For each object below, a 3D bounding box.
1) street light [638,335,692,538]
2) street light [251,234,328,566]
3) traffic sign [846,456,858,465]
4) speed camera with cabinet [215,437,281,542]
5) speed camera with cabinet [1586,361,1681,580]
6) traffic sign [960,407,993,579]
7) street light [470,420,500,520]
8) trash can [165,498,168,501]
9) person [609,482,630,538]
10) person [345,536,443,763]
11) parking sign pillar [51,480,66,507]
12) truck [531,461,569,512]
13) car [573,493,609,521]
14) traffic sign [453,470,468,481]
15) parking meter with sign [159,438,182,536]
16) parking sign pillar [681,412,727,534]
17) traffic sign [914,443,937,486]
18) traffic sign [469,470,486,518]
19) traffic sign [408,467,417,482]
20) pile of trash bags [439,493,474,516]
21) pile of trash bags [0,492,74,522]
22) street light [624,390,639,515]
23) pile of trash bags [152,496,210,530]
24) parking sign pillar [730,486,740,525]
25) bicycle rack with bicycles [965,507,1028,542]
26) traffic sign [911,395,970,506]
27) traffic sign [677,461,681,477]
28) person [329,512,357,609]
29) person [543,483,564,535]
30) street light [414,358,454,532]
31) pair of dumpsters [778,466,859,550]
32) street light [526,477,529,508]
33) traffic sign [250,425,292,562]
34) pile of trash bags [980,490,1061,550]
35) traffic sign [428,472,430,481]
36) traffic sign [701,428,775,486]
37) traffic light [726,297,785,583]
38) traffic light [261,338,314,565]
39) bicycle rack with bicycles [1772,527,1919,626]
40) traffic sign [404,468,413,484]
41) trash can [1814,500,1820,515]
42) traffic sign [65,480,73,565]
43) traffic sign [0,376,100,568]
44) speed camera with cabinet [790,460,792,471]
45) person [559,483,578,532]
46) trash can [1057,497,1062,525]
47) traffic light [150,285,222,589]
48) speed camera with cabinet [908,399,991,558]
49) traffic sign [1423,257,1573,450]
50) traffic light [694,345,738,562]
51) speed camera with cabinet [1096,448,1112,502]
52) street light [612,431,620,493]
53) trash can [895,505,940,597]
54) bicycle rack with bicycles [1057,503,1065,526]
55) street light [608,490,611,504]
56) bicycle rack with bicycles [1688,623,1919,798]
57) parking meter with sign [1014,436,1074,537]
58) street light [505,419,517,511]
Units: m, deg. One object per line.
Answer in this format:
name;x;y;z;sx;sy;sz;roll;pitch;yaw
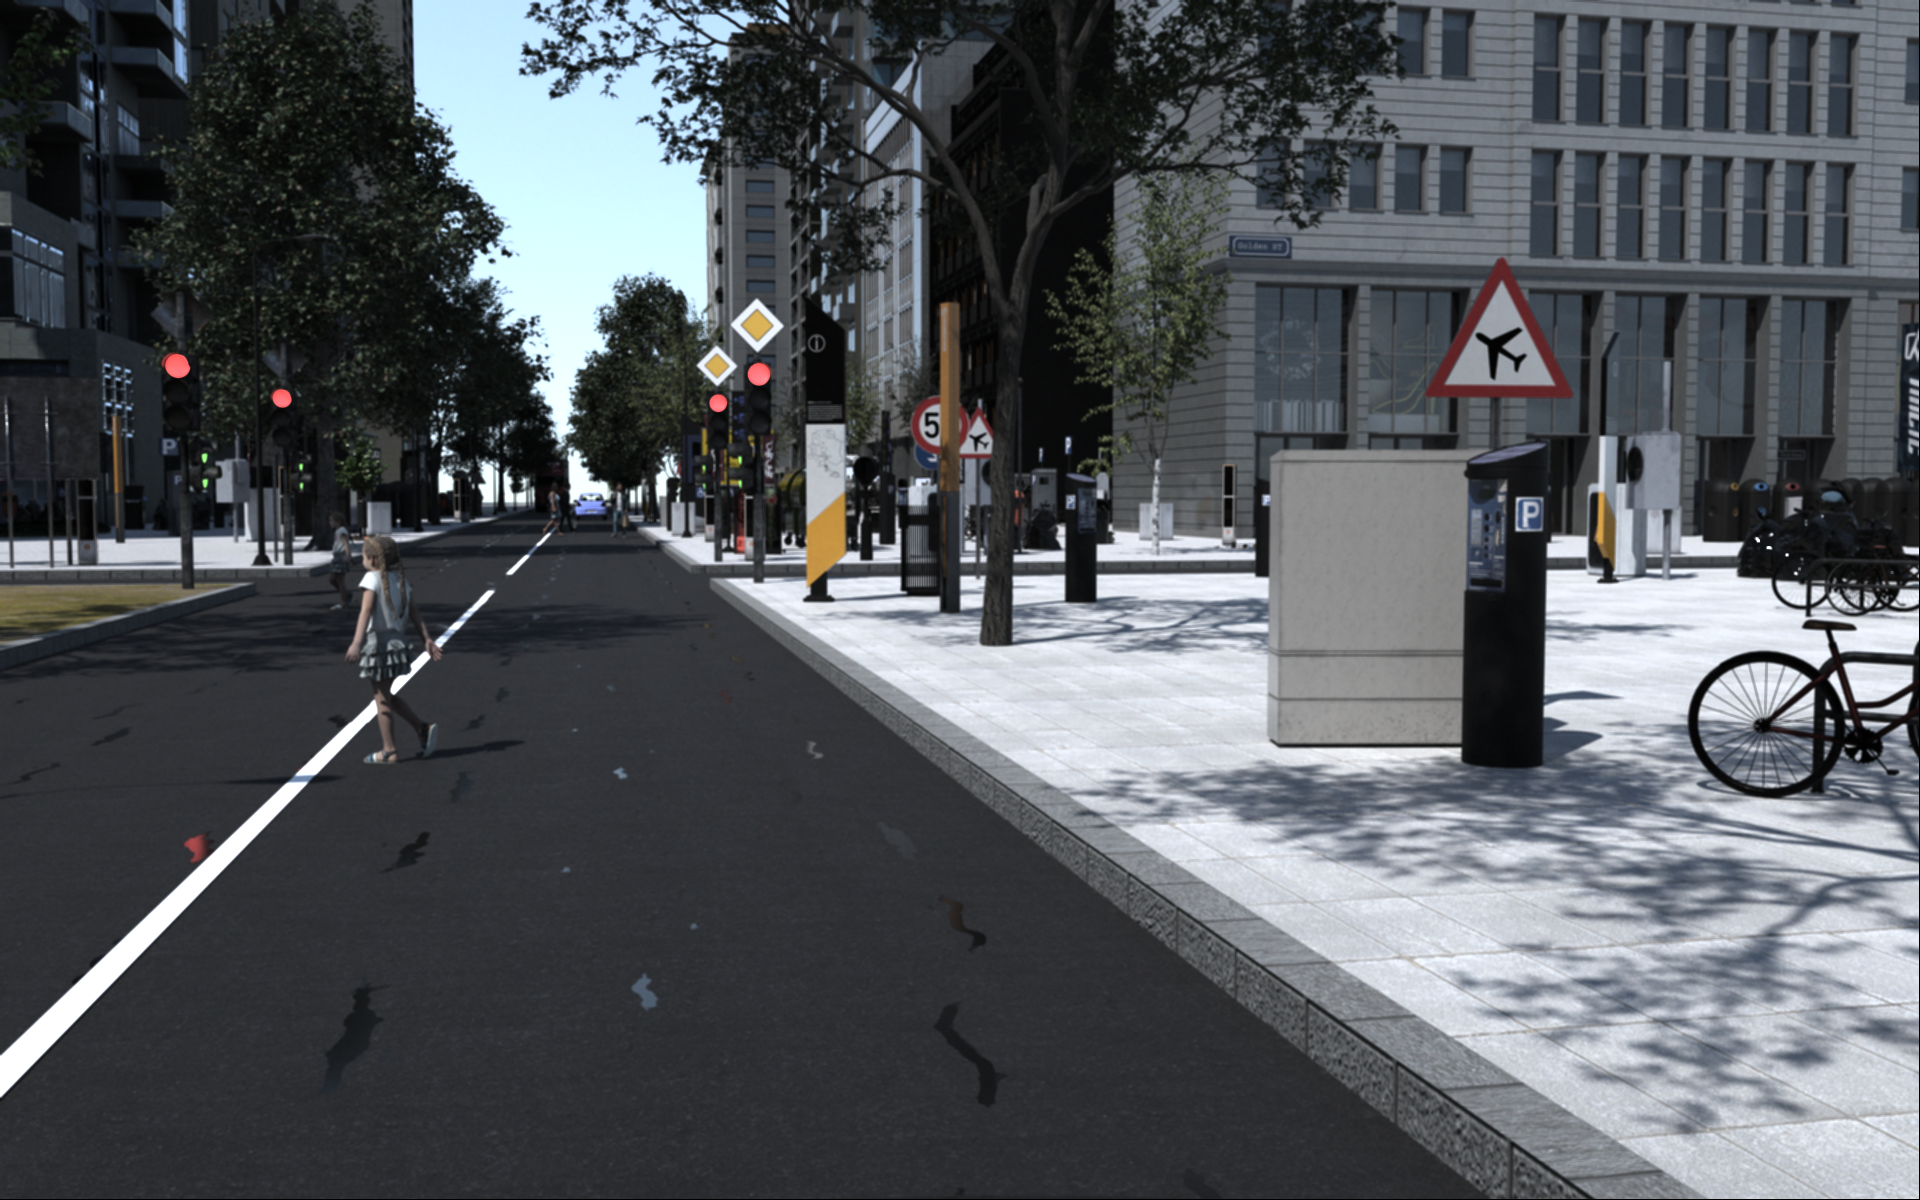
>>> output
street light;-8.588;-4.789;50.848;1.470;5.913;1.316;-1;4;-12
street light;-11.999;-3.577;31.020;1.470;5.913;1.316;-1;4;-12
traffic sign;-2.983;-2.662;45.650;0.606;2.300;0.079;0;4;-3
speed camera with cabinet;-19.125;-3.201;46.666;0.660;3.252;2.038;1;4;17
speed camera with cabinet;10.320;-1.972;26.581;0.660;3.252;2.038;0;4;-3
traffic sign;0.271;-1.589;25.980;0.884;2.594;0.081;-1;4;-10
street light;-23.472;-6.887;85.139;1.470;5.913;1.316;-1;4;-12
trash can;-25.517;-2.745;56.539;0.748;1.137;0.748;0;3;0
person;-11.057;-2.936;56.488;0.794;1.824;0.713;1;4;11
person;-3.018;0.266;9.167;0.382;1.210;0.505;1;4;17
parking sign pillar;-34.137;-4.724;65.702;1.447;3.967;1.447;-2;4;-33
truck;-33.071;-9.261;140.336;2.839;4.237;11.283;-1;4;-11
car;-20.272;-5.238;95.229;1.945;1.707;3.694;-1;4;-12
traffic sign;-26.268;-5.561;91.026;0.768;2.556;0.104;0;4;-8
parking meter with sign;-24.040;-3.475;53.085;0.543;3.016;1.738;-3;4;-36
parking sign pillar;-8.506;-4.186;56.910;1.447;3.967;1.447;0;4;-7
traffic sign;-0.584;-2.225;36.491;0.768;2.556;0.104;0;4;-7
traffic sign;-25.496;-5.602;91.602;0.884;2.594;0.081;-1;4;-11
traffic sign;-24.723;-4.834;79.043;0.884;2.594;0.081;0;4;-7
pile of trash bags;-29.612;-5.572;100.853;1.912;1.369;3.447;0;4;2
pile of trash bags;-33.083;-3.179;61.731;1.912;1.369;3.447;0;4;-1
street light;-14.347;-6.442;77.875;1.470;5.913;1.316;-1;4;-12
pile of trash bags;-27.688;-3.168;61.553;1.912;1.369;3.447;-2;4;-25
parking sign pillar;-9.001;-4.883;68.304;1.447;3.967;1.447;0;4;-4
bicycle rack with bicycles;0.170;-2.080;47.395;2.925;0.926;2.852;1;4;23
traffic sign;-0.260;-1.368;22.470;0.768;2.556;0.104;0;4;-5
traffic sign;-9.681;-3.771;61.770;0.768;2.556;0.104;0;4;-5
person;-7.648;-0.493;21.572;0.382;1.210;0.505;-2;4;-35
person;-13.999;-3.120;59.614;0.778;1.811;0.616;0;4;-2
street light;-17.729;-5.252;58.419;1.470;5.913;1.316;-1;4;-12
pair of dumpsters;-3.362;-2.387;41.525;1.574;2.255;4.437;-1;4;-12
street light;-33.834;-9.855;133.664;1.470;5.913;1.316;-1;4;-12
traffic sign;-12.853;-1.987;32.489;0.884;2.594;0.081;0;4;-4
pile of trash bags;1.378;-1.925;41.232;1.912;1.369;3.447;0;4;-1
traffic sign;-24.819;-4.830;81.101;0.606;2.300;0.079;-1;4;-9
traffic sign;-6.818;-3.632;53.256;2.265;3.308;0.079;0;4;-7
traffic light;-2.928;-2.201;24.913;0.839;4.253;0.868;-1;4;-12
traffic light;-12.087;-2.580;31.111;0.839;4.253;0.868;-1;4;-12
bicycle rack with bicycles;10.079;-0.301;18.297;2.925;0.926;2.852;3;5;45
traffic sign;-26.740;-5.167;84.584;0.768;2.556;0.104;0;4;-5
trash can;21.611;-1.920;43.040;0.748;1.137;0.748;0;3;0
traffic sign;-16.184;-1.915;31.420;0.768;2.556;0.104;0;4;-5
traffic sign;-16.103;-2.207;29.956;2.265;3.308;0.079;-1;4;-10
speed camera with cabinet;-9.236;-6.434;99.525;0.660;3.252;2.038;-2;4;-31
person;-15.039;-3.553;66.372;0.755;1.850;0.659;-1;4;-12
trash can;3.957;-3.723;72.530;0.748;1.137;0.748;0;3;0
traffic light;-10.418;-2.103;23.301;0.839;4.253;0.868;-1;4;-12
speed camera with cabinet;-0.055;-2.519;35.521;2.038;3.252;0.660;-2;4;-33
traffic sign;2.970;-0.589;9.627;0.884;2.594;0.081;-1;4;-11
traffic light;-4.598;-2.679;32.722;0.839;4.253;0.868;-1;4;-12
speed camera with cabinet;5.954;-4.804;72.880;0.660;3.252;2.038;1;4;14
street light;-20.232;-8.114;105.208;1.470;5.913;1.316;-1;4;-12
trash can;-0.445;-0.625;21.869;0.748;1.137;0.748;0;3;0
bicycle rack with bicycles;3.830;-3.406;69.077;2.925;0.926;2.852;-1;4;-18
street light;-24.742;-9.403;126.276;1.470;5.913;1.316;-1;4;-12
bicycle rack with bicycles;4.961;0.372;7.305;2.925;0.926;2.852;3;5;42
parking meter with sign;2.514;-3.413;52.069;1.738;3.016;0.543;-1;4;-17
street light;-28.075;-8.194;106.507;1.470;5.913;1.316;-1;4;-12
